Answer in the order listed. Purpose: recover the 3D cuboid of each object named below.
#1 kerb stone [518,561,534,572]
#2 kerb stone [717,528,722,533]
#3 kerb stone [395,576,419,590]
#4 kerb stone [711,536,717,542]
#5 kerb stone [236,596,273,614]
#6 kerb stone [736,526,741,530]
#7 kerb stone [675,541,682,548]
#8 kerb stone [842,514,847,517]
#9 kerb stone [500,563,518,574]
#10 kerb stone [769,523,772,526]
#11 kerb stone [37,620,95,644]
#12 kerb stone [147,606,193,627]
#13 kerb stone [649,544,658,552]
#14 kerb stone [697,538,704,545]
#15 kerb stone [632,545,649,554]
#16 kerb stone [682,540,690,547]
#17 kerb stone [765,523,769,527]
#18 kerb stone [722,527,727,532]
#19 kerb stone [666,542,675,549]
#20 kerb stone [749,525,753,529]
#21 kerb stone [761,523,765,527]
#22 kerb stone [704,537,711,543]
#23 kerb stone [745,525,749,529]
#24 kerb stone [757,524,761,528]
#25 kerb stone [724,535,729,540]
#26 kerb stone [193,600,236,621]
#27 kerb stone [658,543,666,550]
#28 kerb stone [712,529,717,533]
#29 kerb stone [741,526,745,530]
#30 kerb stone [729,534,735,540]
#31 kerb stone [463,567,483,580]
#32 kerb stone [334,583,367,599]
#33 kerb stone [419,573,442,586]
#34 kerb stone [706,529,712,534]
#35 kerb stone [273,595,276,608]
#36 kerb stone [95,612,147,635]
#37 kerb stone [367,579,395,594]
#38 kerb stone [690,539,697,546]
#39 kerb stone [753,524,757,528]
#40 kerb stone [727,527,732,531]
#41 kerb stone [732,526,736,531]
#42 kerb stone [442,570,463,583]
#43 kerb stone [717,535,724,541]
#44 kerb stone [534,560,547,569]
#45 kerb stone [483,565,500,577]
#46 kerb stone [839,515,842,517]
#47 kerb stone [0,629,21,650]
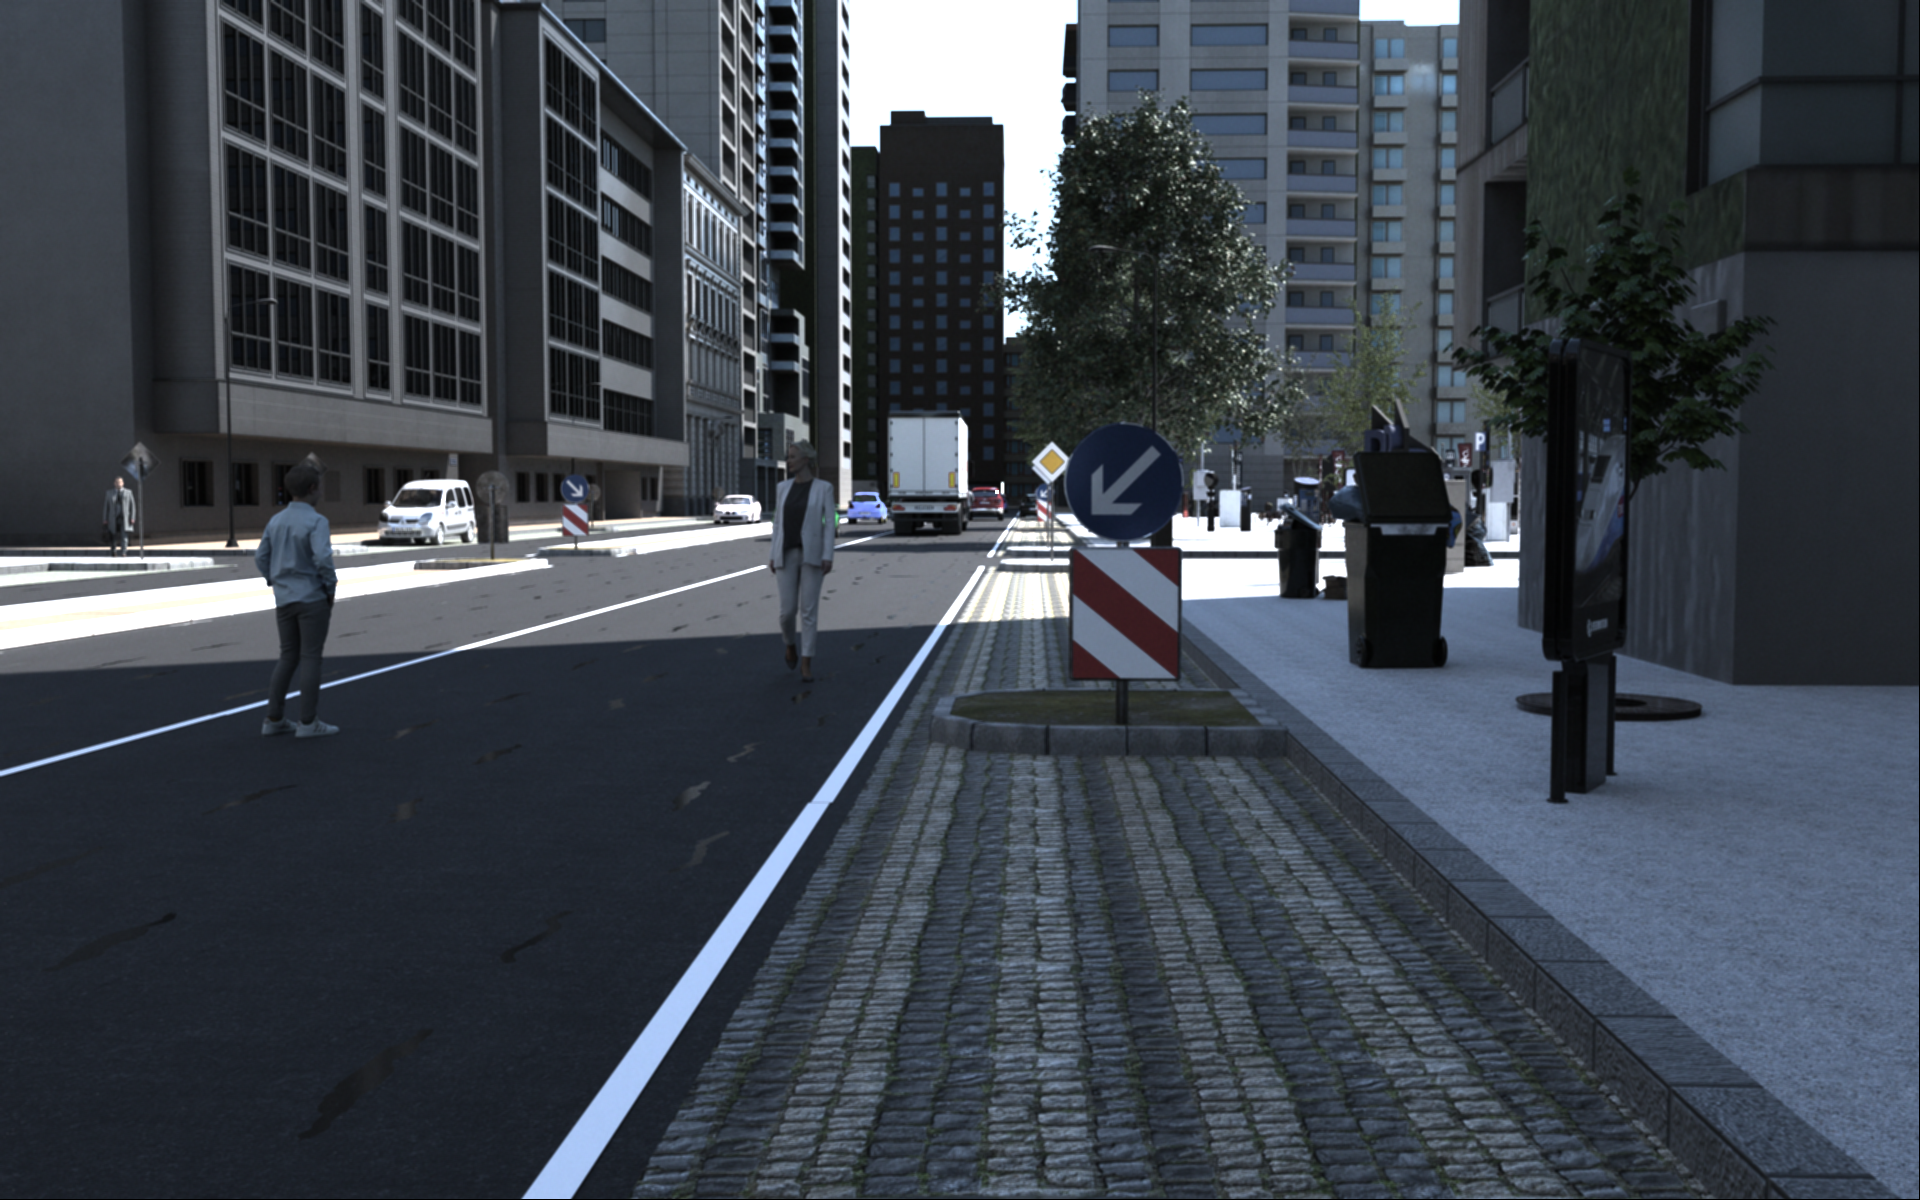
[{"bbox_3d":[-8.214,-0.624,32.395,0.120,0.150,1.000,0,4,2],"label":"kerb stone"},{"bbox_3d":[-9.012,-2.545,63.800,0.120,0.150,1.000,0,4,2],"label":"kerb stone"},{"bbox_3d":[-8.463,-0.246,26.221,0.120,0.150,1.000,0,4,2],"label":"kerb stone"},{"bbox_3d":[-7.425,-1.785,51.381,0.120,0.150,1.000,0,4,2],"label":"kerb stone"},{"bbox_3d":[-8.679,0.066,21.109,0.120,0.150,1.000,0,4,2],"label":"kerb stone"},{"bbox_3d":[-8.838,-2.796,67.903,0.120,0.150,1.000,0,4,2],"label":"kerb stone"},{"bbox_3d":[-7.644,-1.469,46.256,0.120,0.150,1.000,0,4,2],"label":"kerb stone"},{"bbox_3d":[-7.224,-5.178,106.851,0.120,0.150,1.000,0,4,2],"label":"kerb stone"},{"bbox_3d":[-8.260,-0.561,31.365,0.120,0.150,1.000,0,4,2],"label":"kerb stone"},{"bbox_3d":[-8.502,-3.290,76.102,0.120,0.150,1.000,0,4,2],"label":"kerb stone"},{"bbox_3d":[-8.855,0.317,17.007,0.120,0.150,1.000,0,4,2],"label":"kerb stone"},{"bbox_3d":[-8.773,0.192,19.059,0.120,0.150,1.000,0,4,2],"label":"kerb stone"},{"bbox_3d":[-7.764,-1.284,43.189,0.120,0.150,1.000,0,4,2],"label":"kerb stone"},{"bbox_3d":[-7.510,-1.657,49.339,0.120,0.150,1.000,0,4,2],"label":"kerb stone"},{"bbox_3d":[-7.803,-1.221,42.155,0.120,0.150,1.000,0,4,2],"label":"kerb stone"},{"bbox_3d":[-7.593,-1.534,47.277,0.120,0.150,1.000,0,4,2],"label":"kerb stone"},{"bbox_3d":[-8.543,-3.235,75.080,0.120,0.150,1.000,0,4,2],"label":"kerb stone"},{"bbox_3d":[-8.970,-2.607,64.822,0.120,0.150,1.000,0,4,2],"label":"kerb stone"},{"bbox_3d":[-7.684,-1.405,45.235,0.120,0.150,1.000,0,4,2],"label":"kerb stone"},{"bbox_3d":[-8.718,-2.982,70.972,0.120,0.150,1.000,0,4,2],"label":"kerb stone"},{"bbox_3d":[-8.594,-3.164,74.048,0.120,0.150,1.000,0,4,2],"label":"kerb stone"},{"bbox_3d":[-7.462,-1.723,50.360,0.120,0.150,1.000,0,4,2],"label":"kerb stone"},{"bbox_3d":[-8.760,-2.921,69.950,0.120,0.150,1.000,0,4,2],"label":"kerb stone"},{"bbox_3d":[-8.627,-3.102,73.023,0.120,0.150,1.000,0,4,2],"label":"kerb stone"},{"bbox_3d":[-7.342,-1.910,53.447,0.120,0.150,1.000,0,4,2],"label":"kerb stone"},{"bbox_3d":[-8.719,0.131,20.080,0.120,0.150,1.000,0,4,2],"label":"kerb stone"},{"bbox_3d":[-7.725,-1.347,44.213,0.120,0.150,1.000,0,4,2],"label":"kerb stone"},{"bbox_3d":[-9.051,-2.482,62.778,0.120,0.150,1.000,0,4,2],"label":"kerb stone"},{"bbox_3d":[-8.801,-2.858,68.925,0.120,0.150,1.000,0,4,2],"label":"kerb stone"},{"bbox_3d":[-7.292,-1.974,54.468,0.120,0.150,1.000,0,4,2],"label":"kerb stone"},{"bbox_3d":[-8.340,-0.435,29.305,0.120,0.150,1.000,0,4,2],"label":"kerb stone"},{"bbox_3d":[-8.558,-0.114,24.173,0.120,0.150,1.000,0,4,2],"label":"kerb stone"},{"bbox_3d":[-8.424,-0.310,27.257,0.120,0.150,1.000,0,4,2],"label":"kerb stone"},{"bbox_3d":[-9.098,-2.415,61.757,0.120,0.150,1.000,0,4,2],"label":"kerb stone"},{"bbox_3d":[-8.642,0.008,22.130,0.120,0.150,1.000,0,4,2],"label":"kerb stone"},{"bbox_3d":[-8.810,0.259,18.038,0.120,0.150,1.000,0,4,2],"label":"kerb stone"},{"bbox_3d":[-8.508,-0.180,25.199,0.120,0.150,1.000,0,4,2],"label":"kerb stone"},{"bbox_3d":[-7.561,-1.597,48.309,0.120,0.150,1.000,0,4,2],"label":"kerb stone"},{"bbox_3d":[-8.669,-3.044,71.993,0.120,0.150,1.000,0,4,2],"label":"kerb stone"},{"bbox_3d":[-8.925,-2.664,65.844,0.120,0.150,1.000,0,4,2],"label":"kerb stone"},{"bbox_3d":[-8.890,-2.733,66.882,0.120,0.150,1.000,0,4,2],"label":"kerb stone"},{"bbox_3d":[-8.380,-0.372,28.284,0.120,0.150,1.000,0,4,2],"label":"kerb stone"},{"bbox_3d":[-7.382,-1.849,52.419,0.120,0.150,1.000,0,4,2],"label":"kerb stone"},{"bbox_3d":[-8.167,-0.685,33.428,0.120,0.150,1.000,0,4,2],"label":"kerb stone"},{"bbox_3d":[-8.304,-0.497,30.327,0.120,0.150,1.000,0,4,2],"label":"kerb stone"},{"bbox_3d":[-7.356,-4.987,103.782,0.120,0.150,1.000,0,4,2],"label":"kerb stone"},{"bbox_3d":[-8.892,0.380,15.985,0.120,0.150,1.000,0,4,2],"label":"kerb stone"}]
